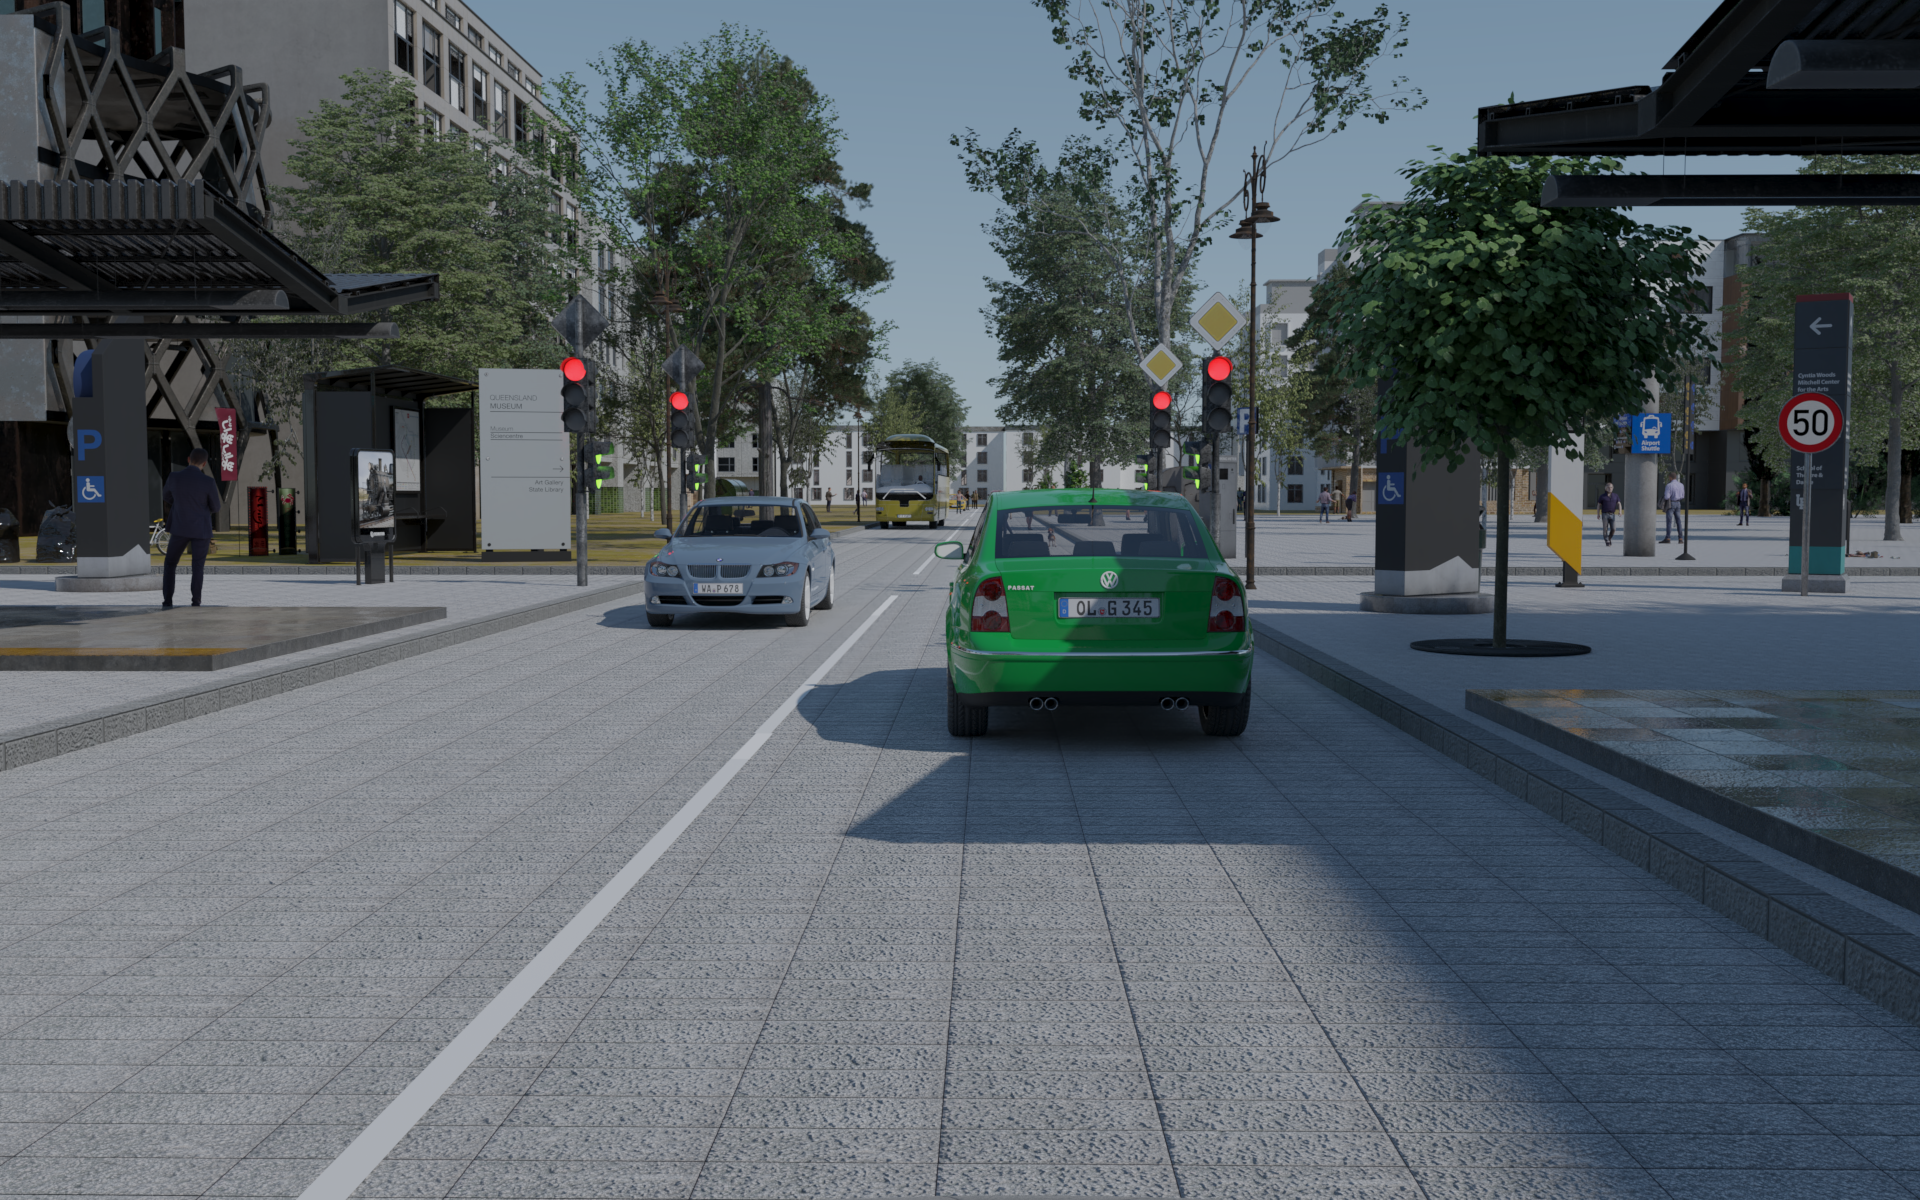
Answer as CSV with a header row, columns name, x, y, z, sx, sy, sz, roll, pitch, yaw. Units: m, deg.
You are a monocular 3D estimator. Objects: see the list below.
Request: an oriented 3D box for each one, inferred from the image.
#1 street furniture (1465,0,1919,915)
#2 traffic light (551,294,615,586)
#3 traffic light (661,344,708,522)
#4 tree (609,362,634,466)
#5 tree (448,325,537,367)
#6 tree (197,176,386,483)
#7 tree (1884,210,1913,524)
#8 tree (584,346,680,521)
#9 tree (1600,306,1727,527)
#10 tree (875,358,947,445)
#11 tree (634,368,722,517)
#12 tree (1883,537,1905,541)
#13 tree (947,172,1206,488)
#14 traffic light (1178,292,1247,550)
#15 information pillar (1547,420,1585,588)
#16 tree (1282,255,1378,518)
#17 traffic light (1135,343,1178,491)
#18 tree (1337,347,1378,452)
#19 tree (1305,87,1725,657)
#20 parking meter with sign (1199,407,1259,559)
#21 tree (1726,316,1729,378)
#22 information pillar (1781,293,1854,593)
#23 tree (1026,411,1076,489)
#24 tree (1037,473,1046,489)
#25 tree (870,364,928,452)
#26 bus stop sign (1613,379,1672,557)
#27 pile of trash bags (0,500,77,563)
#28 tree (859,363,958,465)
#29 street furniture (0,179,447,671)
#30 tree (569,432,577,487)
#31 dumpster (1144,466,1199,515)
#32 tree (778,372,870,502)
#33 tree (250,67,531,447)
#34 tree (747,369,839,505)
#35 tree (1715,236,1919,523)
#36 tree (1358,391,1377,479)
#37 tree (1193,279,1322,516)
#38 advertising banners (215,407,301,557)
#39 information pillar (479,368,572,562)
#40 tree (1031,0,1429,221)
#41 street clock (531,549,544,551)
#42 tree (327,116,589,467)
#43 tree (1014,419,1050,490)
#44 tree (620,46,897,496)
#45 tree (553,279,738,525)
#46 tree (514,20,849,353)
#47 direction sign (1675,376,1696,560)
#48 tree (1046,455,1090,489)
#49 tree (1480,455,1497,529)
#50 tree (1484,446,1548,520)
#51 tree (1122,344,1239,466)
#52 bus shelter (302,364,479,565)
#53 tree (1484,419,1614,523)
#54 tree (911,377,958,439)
name,x,y,z,sx,sy,sz,roll,pitch,yaw
street furniture,6.639,-0.940,7.481,7.346,3.524,5.398,0,4,1
traffic light,-5.249,-2.128,24.034,0.839,4.213,0.868,0,4,1
traffic light,-5.100,-2.616,32.018,0.839,4.213,0.868,0,4,1
tree,-17.613,-8.878,95.519,4.360,8.622,3.978,0,3,0
tree,-20.669,-7.853,78.759,4.360,8.622,3.978,0,3,0
tree,-15.086,-5.455,39.557,4.360,8.622,3.978,0,3,0
tree,46.844,-10.708,76.905,13.155,14.587,18.604,2,4,24
tree,-14.603,-8.082,82.511,4.737,8.622,4.395,0,3,0
tree,21.854,-6.458,55.953,4.360,8.622,3.978,0,3,0
tree,-3.441,-15.460,159.433,9.857,13.997,8.962,0,3,0
tree,-14.009,-8.519,89.646,4.360,8.622,3.978,0,3,0
tree,25.482,-7.880,46.970,7.486,12.596,7.792,0,3,0
tree,5.433,-9.913,68.732,9.857,13.997,8.962,0,3,0
traffic light,3.511,-2.119,23.888,0.839,4.213,0.868,0,4,1
information pillar,8.309,-1.978,23.702,0.504,3.616,0.183,-1,4,-8
tree,21.098,-11.274,91.760,7.806,13.903,7.818,0,3,0
traffic light,3.660,-2.607,31.872,0.839,4.213,0.868,0,4,1
tree,15.820,-6.866,62.626,4.360,8.622,3.978,0,3,0
tree,4.385,-1.866,14.224,4.285,4.588,4.351,0,3,0
parking meter with sign,5.092,-2.329,34.335,1.738,3.016,0.543,-2,4,-35
tree,27.640,-7.123,66.821,4.360,8.622,3.978,0,3,0
information pillar,11.292,-2.040,22.732,0.750,3.857,0.750,2,4,31
tree,6.870,-11.097,131.803,4.737,8.622,4.395,0,3,0
tree,7.330,-8.966,141.192,1.663,3.219,1.824,0,3,0
tree,-4.179,-9.095,99.066,4.737,8.622,4.395,0,3,0
bus stop sign,13.974,-2.845,35.525,0.837,3.901,0.837,0,4,-4
pile of trash bags,-18.309,-1.401,32.653,3.447,1.369,1.912,-1,4,-12
tree,-3.684,-11.499,122.421,7.601,10.594,8.767,1,4,12
street furniture,-9.025,-1.411,15.173,7.346,3.524,5.398,0,4,1
tree,-19.474,-8.499,89.314,4.737,8.622,4.395,0,3,0
dumpster,4.602,-1.890,36.667,1.264,1.857,1.865,0,4,1
tree,-8.084,-8.780,93.921,4.737,8.622,4.395,0,3,0
tree,-15.845,-7.890,47.121,7.486,12.596,7.792,0,3,0
tree,-8.626,-8.353,86.932,4.360,8.622,3.978,0,3,0
tree,49.075,-11.769,94.236,13.155,14.587,18.604,-3,5,-41
tree,25.317,-10.919,100.574,6.751,12.117,7.091,0,3,0
tree,10.257,-6.714,60.134,4.737,8.622,4.395,0,3,0
advertising banners,-14.471,-2.418,35.716,0.090,3.025,2.074,2,4,27
information pillar,-8.206,-2.531,32.698,1.656,3.620,0.184,-1,4,-14
tree,6.049,-11.678,46.825,12.611,20.169,13.585,0,3,0
street clock,-8.436,-1.832,34.515,0.358,2.002,0.471,2,4,32
tree,-17.709,-9.335,59.289,9.857,13.997,8.962,0,3,0
tree,6.791,-12.992,162.779,4.360,8.622,3.978,0,3,0
tree,-5.637,-8.595,47.949,7.806,13.903,7.818,0,3,0
tree,-12.624,-8.430,72.245,7.601,10.594,8.767,2,4,27
tree,-5.873,-6.955,39.464,9.928,11.665,9.643,0,3,0
direction sign,14.122,-2.545,33.612,0.379,3.537,0.876,2,4,33
tree,5.092,-5.055,77.249,1.663,3.219,1.824,0,3,0
tree,19.776,-7.245,68.821,4.360,8.622,3.978,0,3,0
tree,31.260,-8.700,92.615,4.737,8.622,4.395,0,3,0
tree,12.792,-10.246,101.934,7.601,10.594,8.767,0,4,3
bus shelter,-11.066,-2.645,34.534,1.731,3.624,6.357,0,4,1
tree,26.238,-10.441,77.373,9.857,13.997,8.962,0,3,0
tree,-3.671,-16.592,178.707,7.806,13.903,7.818,0,3,0
